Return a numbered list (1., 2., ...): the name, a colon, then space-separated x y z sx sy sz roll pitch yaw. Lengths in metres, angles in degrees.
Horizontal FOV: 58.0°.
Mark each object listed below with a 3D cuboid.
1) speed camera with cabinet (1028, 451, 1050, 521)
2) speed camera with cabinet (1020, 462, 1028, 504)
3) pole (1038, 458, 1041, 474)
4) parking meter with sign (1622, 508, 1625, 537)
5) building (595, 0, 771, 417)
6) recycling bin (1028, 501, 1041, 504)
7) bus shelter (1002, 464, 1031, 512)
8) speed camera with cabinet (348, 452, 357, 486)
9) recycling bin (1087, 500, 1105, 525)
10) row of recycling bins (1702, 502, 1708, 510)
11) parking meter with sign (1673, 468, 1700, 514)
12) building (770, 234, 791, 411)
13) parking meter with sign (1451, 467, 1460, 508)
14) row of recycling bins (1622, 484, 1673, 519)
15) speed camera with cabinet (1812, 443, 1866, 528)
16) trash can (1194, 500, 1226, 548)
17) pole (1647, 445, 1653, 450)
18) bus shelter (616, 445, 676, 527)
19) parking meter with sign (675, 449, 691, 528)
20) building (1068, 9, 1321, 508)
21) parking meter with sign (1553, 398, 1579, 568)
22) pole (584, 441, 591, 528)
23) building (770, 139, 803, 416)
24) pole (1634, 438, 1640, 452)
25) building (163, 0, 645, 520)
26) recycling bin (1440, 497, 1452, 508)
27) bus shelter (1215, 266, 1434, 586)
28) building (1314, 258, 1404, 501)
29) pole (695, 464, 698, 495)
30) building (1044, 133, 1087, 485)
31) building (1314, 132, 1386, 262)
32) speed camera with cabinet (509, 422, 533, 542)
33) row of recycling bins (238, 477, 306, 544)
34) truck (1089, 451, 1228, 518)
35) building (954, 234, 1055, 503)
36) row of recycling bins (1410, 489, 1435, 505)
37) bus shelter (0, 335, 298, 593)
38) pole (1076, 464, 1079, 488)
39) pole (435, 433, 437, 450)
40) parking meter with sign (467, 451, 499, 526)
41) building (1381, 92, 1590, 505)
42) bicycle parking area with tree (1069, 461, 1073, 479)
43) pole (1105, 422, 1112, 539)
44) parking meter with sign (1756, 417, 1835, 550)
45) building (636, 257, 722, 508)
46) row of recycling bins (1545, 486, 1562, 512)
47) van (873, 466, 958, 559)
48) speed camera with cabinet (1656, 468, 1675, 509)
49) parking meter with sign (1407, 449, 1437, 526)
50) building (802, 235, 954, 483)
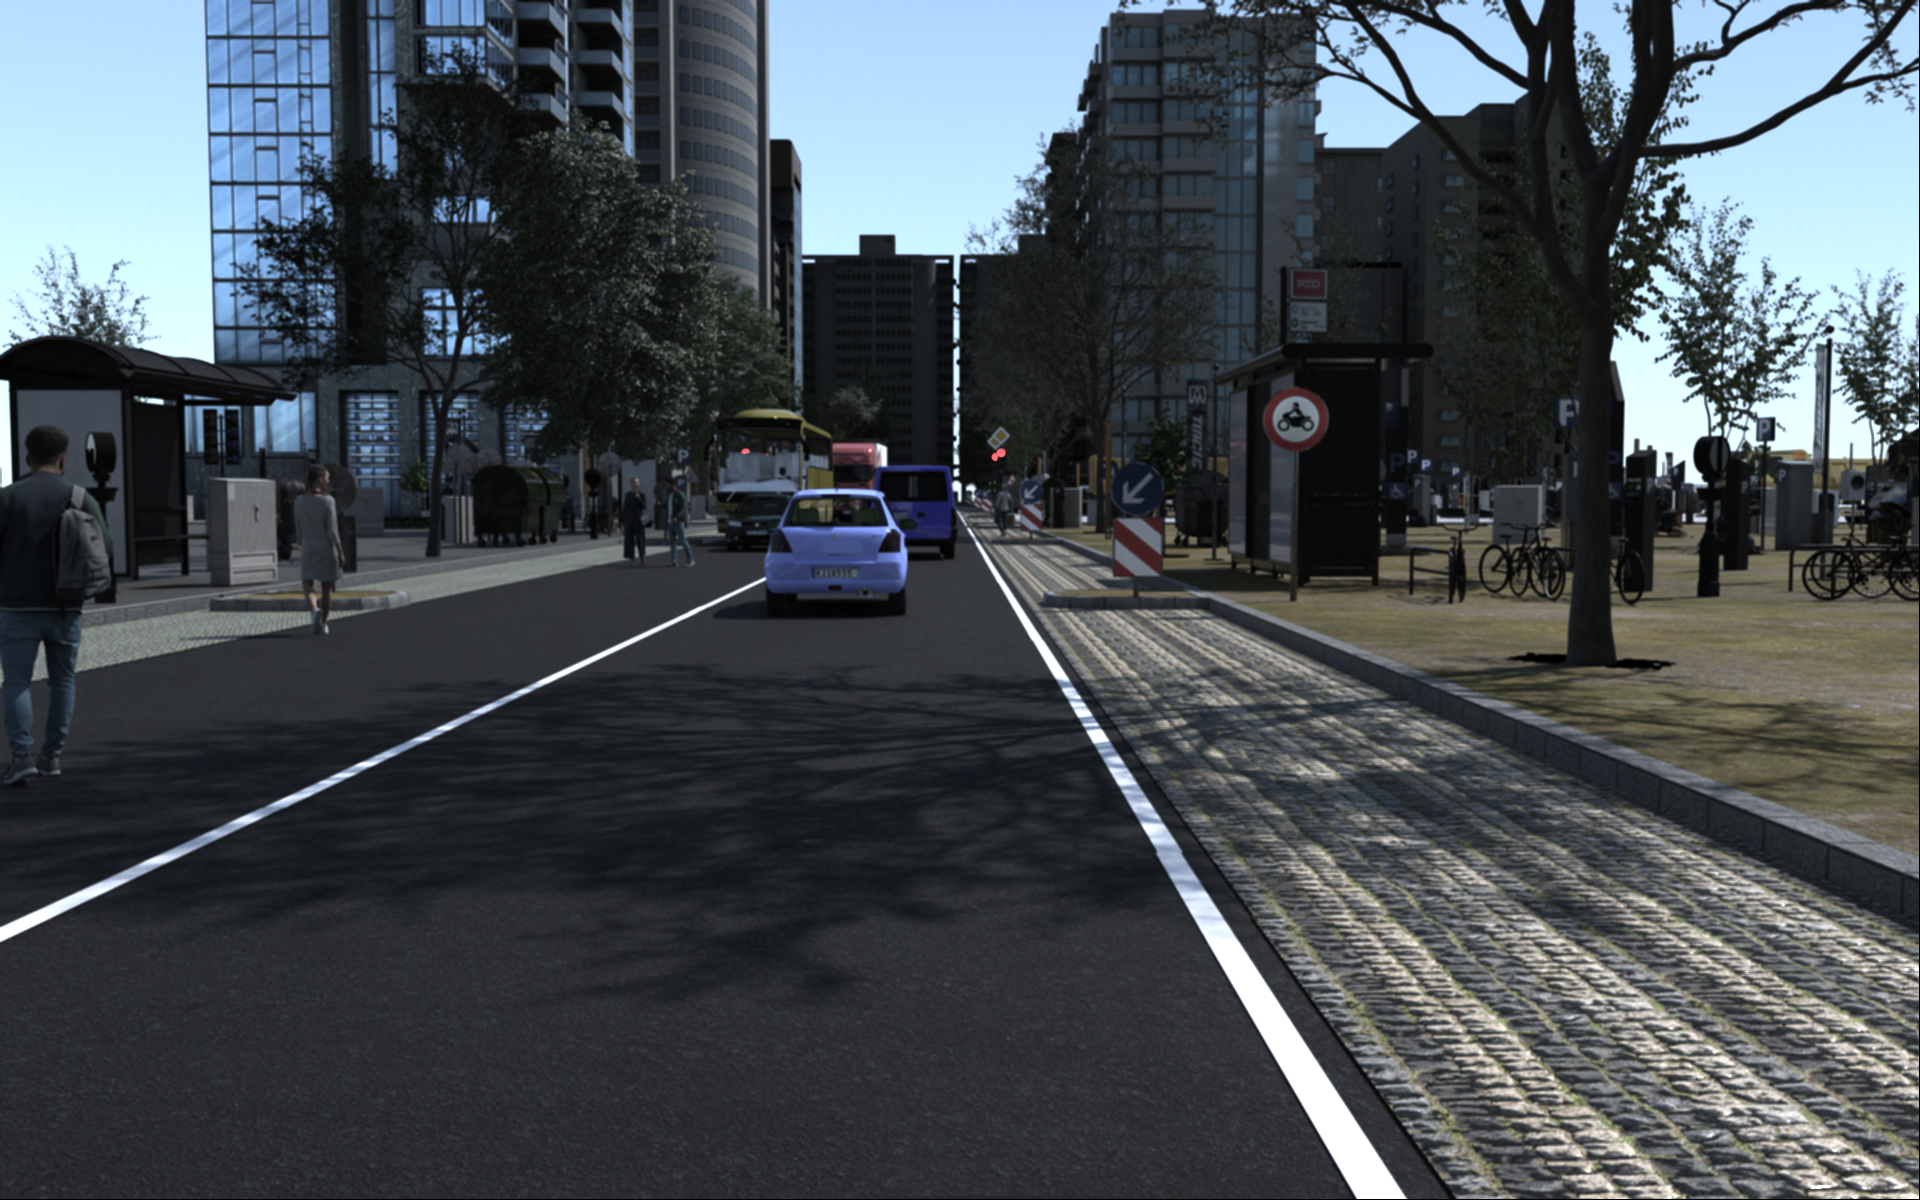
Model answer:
1. speed camera with cabinet: 4.179 -5.275 80.575 0.660 3.252 2.038 3 5 40
2. speed camera with cabinet: 4.656 -6.717 104.155 2.038 3.252 0.660 1 4 16
3. pole: 4.434 -6.292 96.716 0.158 3.312 0.155 0 3 0
4. parking meter with sign: 19.053 -3.414 52.081 1.738 3.016 0.543 1 4 15
5. building: -30.395 -38.335 168.781 21.231 58.520 28.212 0 4 0
6. recycling bin: 3.757 -4.492 86.001 0.722 1.027 0.722 0 4 -4
7. bus shelter: 3.724 -7.622 118.535 2.014 3.302 5.546 0 4 0
8. speed camera with cabinet: -29.186 -5.284 80.735 2.038 3.252 0.660 -1 4 -16
9. recycling bin: 5.702 -3.575 71.010 0.722 1.027 0.722 -3 5 -45
10. row of recycling bins: 61.034 -8.263 142.212 1.069 1.692 3.534 3 4 39
11. parking meter with sign: 47.938 -7.210 114.151 1.738 3.016 0.543 -1 4 -12
12. building: -26.247 -25.632 190.790 14.160 30.474 14.107 0 4 0
13. parking meter with sign: 32.114 -7.102 112.378 0.543 3.016 1.738 1 4 19
14. row of recycling bins: 27.001 -3.738 68.221 3.534 1.692 1.069 -3 5 -40
15. speed camera with cabinet: 33.568 -4.403 66.332 2.038 3.252 0.660 0 4 -6
16. trash can: 5.969 -1.816 41.353 0.748 1.137 0.748 0 3 0
17. pole: 28.771 -4.800 72.322 0.158 3.312 0.155 0 3 0
18. bus shelter: -12.422 -4.601 69.153 2.014 3.302 5.546 0 4 0
19. parking meter with sign: -10.650 -4.279 66.222 0.543 3.016 1.738 0 4 -3
20. building: 23.559 -34.092 177.012 23.786 49.044 30.456 0 4 0
21. parking meter with sign: 10.858 -2.098 30.560 0.543 3.016 1.738 1 4 11
22. pole: -14.040 -4.368 65.252 0.158 3.312 0.155 0 3 0
23. building: -27.200 -34.530 214.683 14.200 45.320 14.600 0 4 0
24. pole: 24.809 -4.264 63.563 0.158 3.312 0.155 0 3 0
25. building: -30.414 -48.154 99.993 22.319 86.520 31.000 0 4 0
26. recycling bin: 42.252 -8.438 150.523 0.722 1.027 0.722 -3 4 -36
27. bus shelter: 5.491 -3.100 28.319 2.179 5.291 8.768 0 4 0
28. building: 46.497 -27.184 216.163 14.107 30.474 14.160 0 4 0
29. pole: -15.110 -6.452 99.328 0.158 3.312 0.155 0 3 0
30. building: 21.386 -33.809 207.402 22.147 44.769 28.867 0 4 0
31. building: 60.128 -41.062 260.600 27.495 52.752 28.713 0 4 0
32. speed camera with cabinet: -11.841 -3.219 46.965 0.660 3.252 2.038 -1 4 -9
33. row of recycling bins: -17.749 -2.288 44.524 1.069 1.692 3.534 0 4 3
34. truck: 10.546 -4.852 75.255 9.791 3.379 3.469 0 4 2
35. building: 11.481 -34.862 261.868 23.993 40.220 32.217 0 4 0
36. row of recycling bins: 34.653 -7.620 131.695 1.069 1.692 3.534 -2 4 -33
37. bus shelter: -11.530 -1.894 24.886 2.014 3.302 5.546 0 4 0
38. pole: 7.880 -7.470 115.970 0.158 3.312 0.155 0 3 0
39. pole: -17.328 -3.896 57.547 0.158 3.312 0.155 0 3 0
40. parking meter with sign: -19.602 -4.518 70.134 1.738 3.016 0.543 -2 4 -31
41. building: 64.571 -35.987 212.083 21.600 48.544 21.300 0 4 0
42. bicycle parking area with tree: 12.165 -9.987 150.286 8.231 4.147 9.016 1 4 19
43. pole: 4.227 -3.393 49.311 0.158 3.312 0.155 0 3 0
44. parking meter with sign: 19.092 -2.647 39.545 1.738 3.016 0.543 -1 4 -12
45. building: -34.891 -18.030 139.823 27.650 21.520 28.899 0 4 0
46. row of recycling bins: 31.563 -5.157 91.434 1.069 1.692 3.534 -3 5 -44
47. van: -1.104 -2.175 39.945 2.240 2.365 5.245 0 4 -2
48. speed camera with cabinet: 35.088 -5.614 86.118 0.660 3.252 2.038 2 4 32
49. parking meter with sign: 18.255 -4.411 68.374 0.543 3.016 1.738 3 5 43
50. building: -12.515 -34.886 262.265 23.993 40.220 32.217 0 4 0
